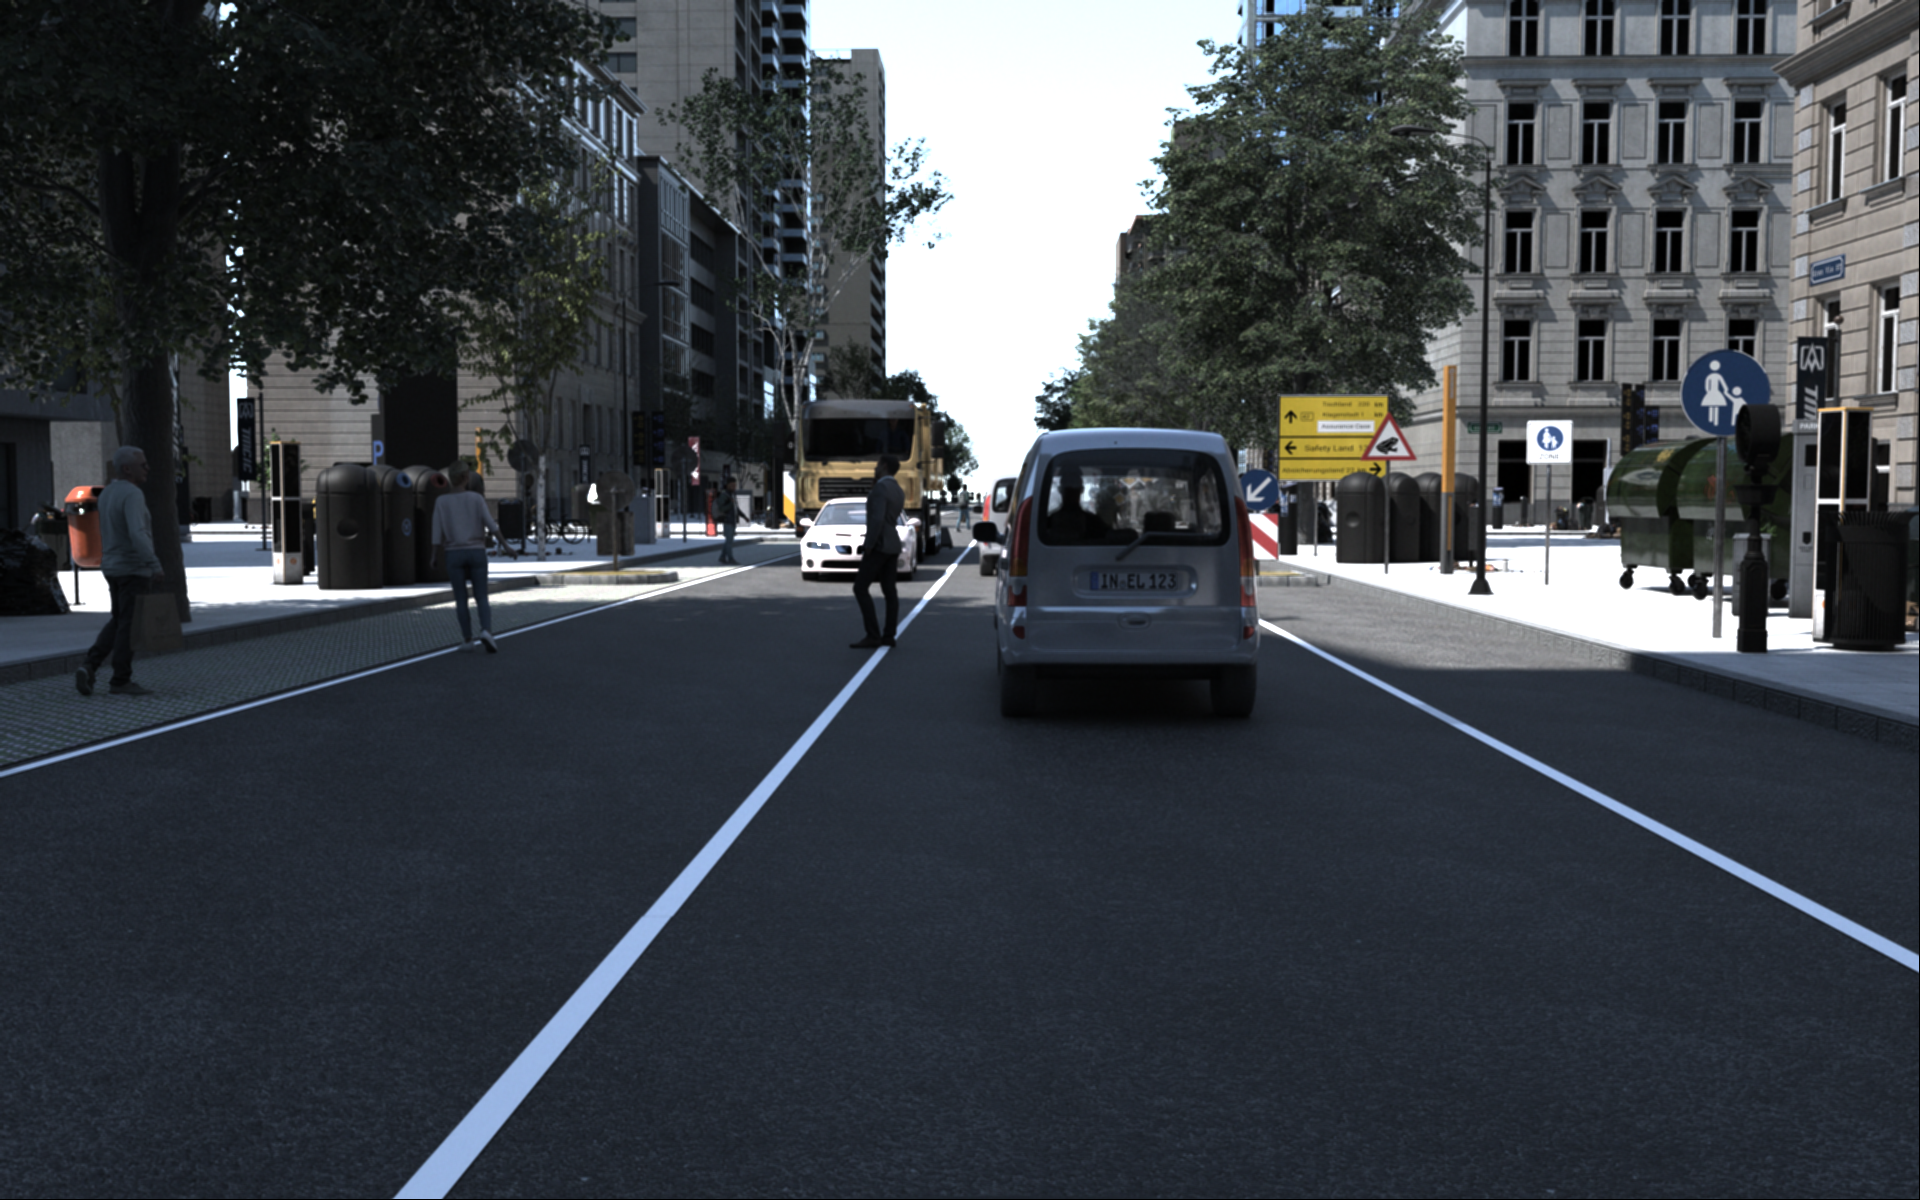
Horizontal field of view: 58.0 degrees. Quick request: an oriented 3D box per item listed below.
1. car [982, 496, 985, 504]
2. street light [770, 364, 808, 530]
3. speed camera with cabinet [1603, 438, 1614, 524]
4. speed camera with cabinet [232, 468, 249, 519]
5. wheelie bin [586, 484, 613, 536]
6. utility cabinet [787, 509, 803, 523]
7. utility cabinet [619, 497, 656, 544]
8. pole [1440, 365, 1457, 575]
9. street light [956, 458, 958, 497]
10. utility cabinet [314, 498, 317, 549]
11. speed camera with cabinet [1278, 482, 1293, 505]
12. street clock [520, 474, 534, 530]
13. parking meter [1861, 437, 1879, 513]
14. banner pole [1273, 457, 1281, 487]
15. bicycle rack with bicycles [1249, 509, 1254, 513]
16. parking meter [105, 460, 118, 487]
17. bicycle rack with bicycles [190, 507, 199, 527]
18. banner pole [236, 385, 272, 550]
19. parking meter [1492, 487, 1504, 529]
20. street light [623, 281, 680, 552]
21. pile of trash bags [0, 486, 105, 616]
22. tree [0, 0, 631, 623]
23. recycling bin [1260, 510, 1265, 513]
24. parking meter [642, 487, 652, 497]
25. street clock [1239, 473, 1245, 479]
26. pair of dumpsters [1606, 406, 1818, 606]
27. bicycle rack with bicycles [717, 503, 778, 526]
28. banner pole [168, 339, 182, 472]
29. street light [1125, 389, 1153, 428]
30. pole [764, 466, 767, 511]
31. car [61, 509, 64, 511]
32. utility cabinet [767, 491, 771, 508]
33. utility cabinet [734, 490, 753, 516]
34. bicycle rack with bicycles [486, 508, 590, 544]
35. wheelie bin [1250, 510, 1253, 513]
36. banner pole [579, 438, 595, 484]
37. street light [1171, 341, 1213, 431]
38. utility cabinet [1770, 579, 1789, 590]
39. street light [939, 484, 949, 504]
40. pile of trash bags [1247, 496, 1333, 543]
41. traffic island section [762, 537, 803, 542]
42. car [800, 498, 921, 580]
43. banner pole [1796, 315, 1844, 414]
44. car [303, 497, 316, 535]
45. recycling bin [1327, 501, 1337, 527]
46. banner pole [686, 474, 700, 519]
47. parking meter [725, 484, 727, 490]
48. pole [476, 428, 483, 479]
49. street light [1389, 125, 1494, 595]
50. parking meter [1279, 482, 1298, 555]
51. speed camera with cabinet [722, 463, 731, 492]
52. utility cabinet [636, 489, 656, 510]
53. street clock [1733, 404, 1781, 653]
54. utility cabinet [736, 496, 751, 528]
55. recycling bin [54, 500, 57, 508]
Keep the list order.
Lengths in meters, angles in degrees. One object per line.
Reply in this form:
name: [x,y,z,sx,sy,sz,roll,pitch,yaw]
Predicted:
car: [4.124,-14.015,241.510,2.083,1.381,4.827,0,4,1]
street light: [-6.129,-5.485,62.216,1.470,5.913,1.316,0,4,2]
speed camera with cabinet: [22.883,-4.040,60.383,0.660,3.252,2.038,1,4,13]
speed camera with cabinet: [-37.846,-5.906,90.905,0.660,3.252,2.038,-3,4,-36]
wheelie bin: [-11.051,-2.779,53.341,0.980,1.594,0.693,1,4,14]
utility cabinet: [-7.192,-4.046,77.314,1.020,1.237,0.306,-1,4,-13]
utility cabinet: [-8.303,-2.043,44.561,1.020,1.237,0.306,2,4,30]
pole: [7.780,-2.064,27.591,0.158,3.312,0.155,0,3,0]
street light: [-1.010,-15.174,220.632,1.470,5.913,1.316,0,4,2]
utility cabinet: [-14.561,-1.794,40.486,0.306,1.237,1.020,2,4,32]
speed camera with cabinet: [15.215,-5.354,81.877,2.038,3.252,0.660,-1,4,-12]
street clock: [-15.435,-3.498,61.758,0.358,2.002,0.471,2,4,30]
parking meter: [7.866,-0.588,15.329,0.399,1.863,0.255,0,4,-8]
banner pole: [18.949,-6.952,103.677,0.863,3.779,0.401,0,4,4]
bicycle rack with bicycles: [17.007,-4.753,91.097,2.852,0.926,2.925,-2,4,-32]
parking meter: [-12.631,-1.248,26.113,0.399,1.863,0.255,0,4,-3]
bicycle rack with bicycles: [-31.761,-3.351,68.172,2.925,0.926,2.852,3,5,40]
banner pole: [-16.113,-3.027,39.508,0.863,3.779,0.401,1,4,11]
parking meter: [19.534,-3.332,62.888,0.372,1.533,0.369,0,3,0]
street light: [-6.782,-3.995,37.858,1.470,5.913,1.316,0,4,2]
pile of trash bags: [-10.422,-0.541,18.591,1.912,1.369,3.447,1,4,18]
tree: [-7.938,-6.743,16.911,9.857,13.997,8.962,0,3,0]
recycling bin: [14.270,-4.145,80.325,0.722,1.027,0.722,2,4,26]
parking meter: [-11.759,-3.467,65.097,0.372,1.533,0.369,0,3,0]
street clock: [9.844,-3.388,59.972,0.358,2.002,0.471,-2,4,-35]
pair of dumpsters: [9.469,-1.151,21.311,1.574,2.255,4.437,0,4,2]
bicycle rack with bicycles: [-8.807,-3.487,70.395,2.925,0.926,2.852,-2,4,-29]
banner pole: [-10.957,-2.083,24.075,0.401,3.779,0.863,0,4,-6]
street light: [7.825,-6.289,75.358,1.470,5.913,1.316,0,4,2]
pole: [-14.034,-8.024,125.028,0.158,3.312,0.155,0,3,0]
car: [-27.824,-2.937,57.056,4.494,1.783,2.155,0,4,3]
utility cabinet: [-14.400,-7.594,132.846,0.318,1.500,1.173,2,4,25]
utility cabinet: [-11.172,-4.869,88.288,1.173,1.500,0.318,-1,4,-14]
bicycle rack with bicycles: [-10.917,-1.948,45.240,2.925,0.926,2.852,2,4,27]
wheelie bin: [17.680,-5.996,105.939,0.693,1.594,0.980,0,4,-7]
banner pole: [-16.549,-5.333,77.209,0.863,3.779,0.401,-1,4,-12]
street light: [7.044,-4.876,52.270,1.470,5.913,1.316,0,4,2]
utility cabinet: [11.101,-0.763,23.645,0.306,1.237,1.020,-2,4,-23]
street light: [-1.795,-13.722,196.902,1.470,5.913,1.316,0,4,2]
pile of trash bags: [9.601,-2.212,45.923,3.447,1.369,1.912,2,4,26]
traffic island section: [-4.863,-1.865,52.777,2.009,0.180,2.903,0,4,2]
car: [-1.707,-1.095,30.267,2.083,1.381,4.827,0,4,0]
banner pole: [12.081,-2.099,24.334,0.863,3.779,0.401,-1,4,-9]
car: [-19.736,-2.885,57.397,3.980,1.641,2.015,0,4,3]
recycling bin: [14.752,-3.351,67.346,0.722,1.027,0.722,-2,4,-26]
banner pole: [-13.489,-5.985,87.865,0.863,3.779,0.401,0,4,-6]
parking meter: [-13.113,-5.661,98.270,0.255,1.863,0.399,-3,5,-40]
pole: [-14.775,-3.637,53.311,0.158,3.312,0.155,0,3,0]
street light: [6.110,-3.023,21.974,1.470,5.913,1.316,0,4,2]
parking meter: [6.900,-1.708,36.341,0.372,1.533,0.369,0,3,0]
speed camera with cabinet: [-14.374,-7.055,109.686,0.660,3.252,2.038,1,4,21]
utility cabinet: [-14.764,-4.493,82.132,1.173,1.500,0.318,-1,4,-10]
street clock: [6.429,-0.577,14.003,0.358,2.002,0.471,1,4,10]
utility cabinet: [-8.507,-3.351,65.945,1.020,1.237,0.306,0,4,1]
recycling bin: [-61.120,-6.336,116.151,0.722,1.027,0.722,-1,4,-11]
